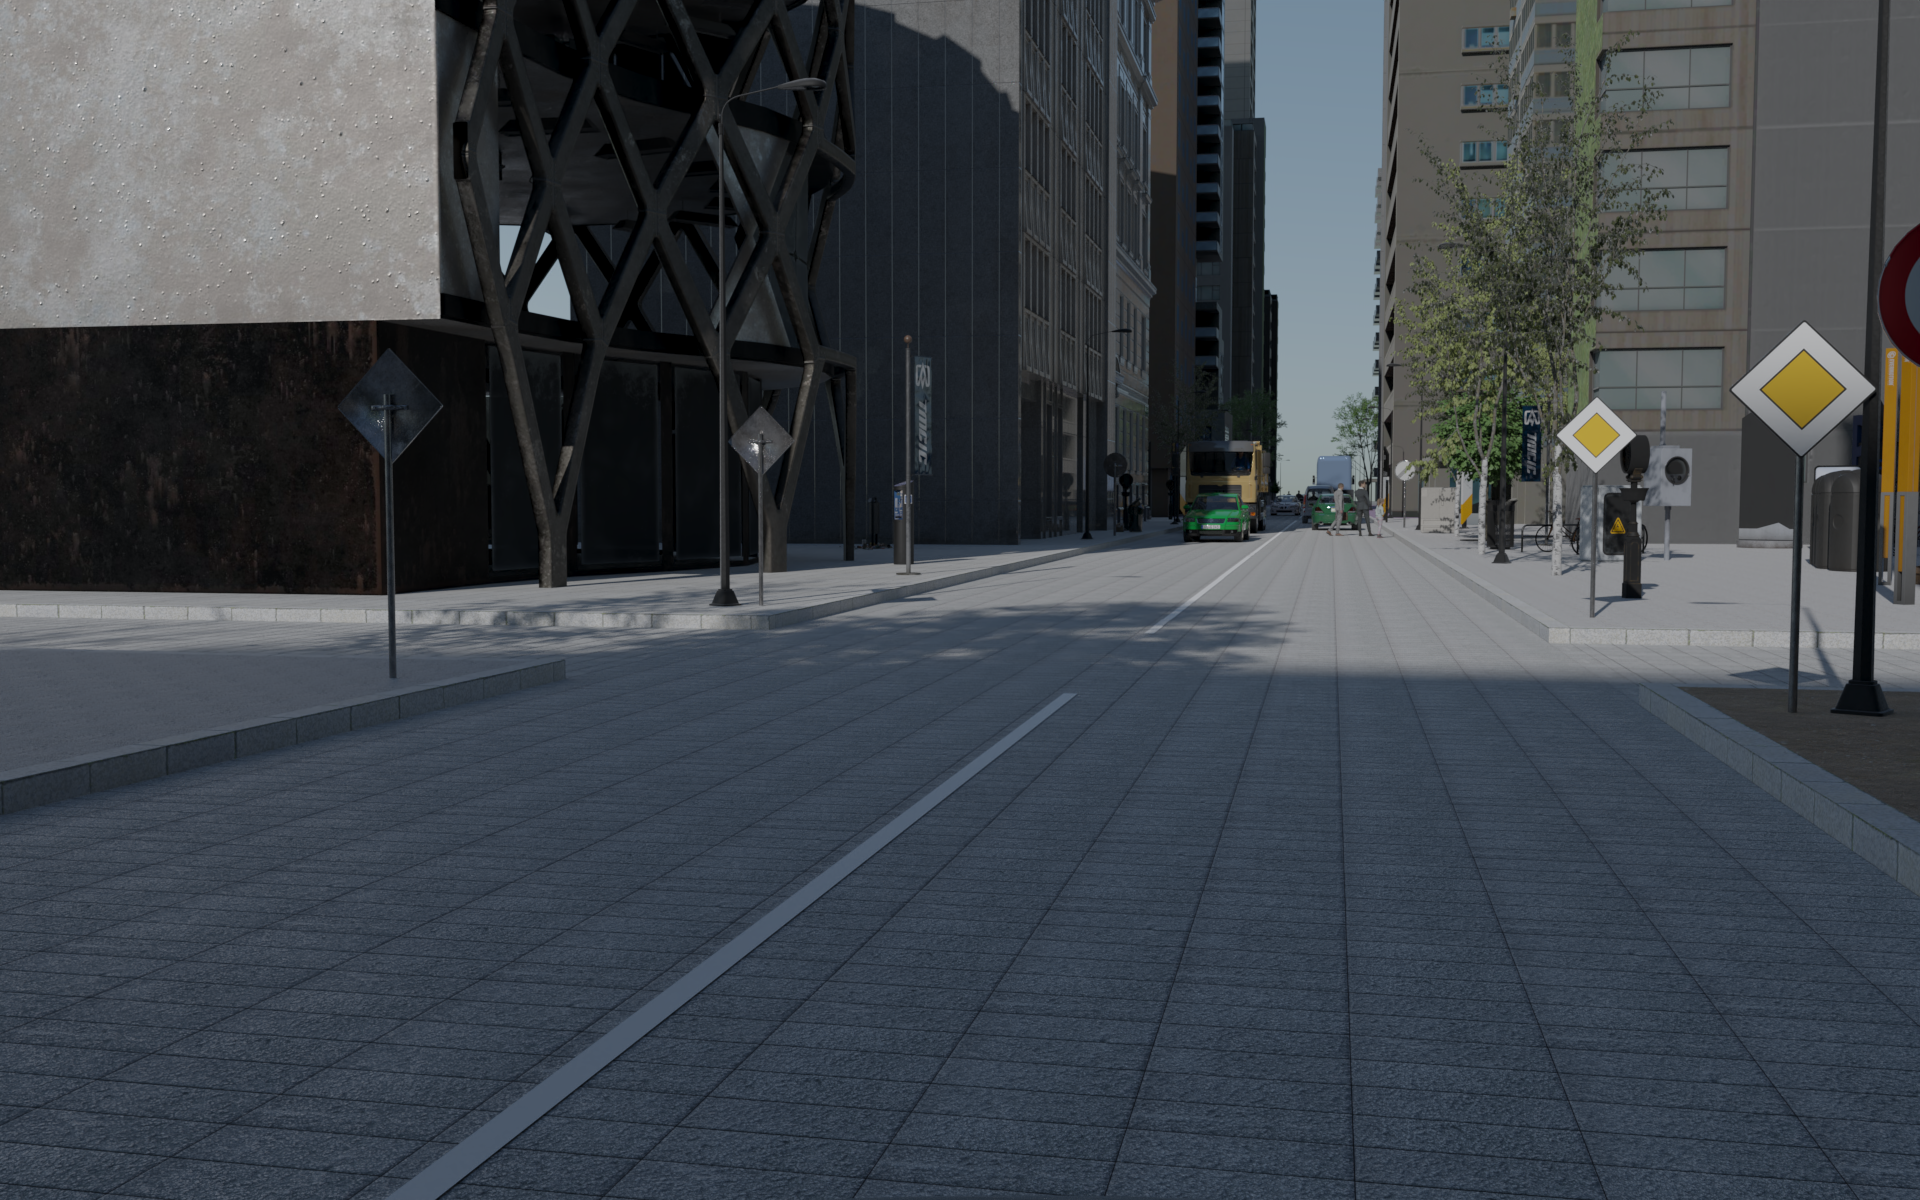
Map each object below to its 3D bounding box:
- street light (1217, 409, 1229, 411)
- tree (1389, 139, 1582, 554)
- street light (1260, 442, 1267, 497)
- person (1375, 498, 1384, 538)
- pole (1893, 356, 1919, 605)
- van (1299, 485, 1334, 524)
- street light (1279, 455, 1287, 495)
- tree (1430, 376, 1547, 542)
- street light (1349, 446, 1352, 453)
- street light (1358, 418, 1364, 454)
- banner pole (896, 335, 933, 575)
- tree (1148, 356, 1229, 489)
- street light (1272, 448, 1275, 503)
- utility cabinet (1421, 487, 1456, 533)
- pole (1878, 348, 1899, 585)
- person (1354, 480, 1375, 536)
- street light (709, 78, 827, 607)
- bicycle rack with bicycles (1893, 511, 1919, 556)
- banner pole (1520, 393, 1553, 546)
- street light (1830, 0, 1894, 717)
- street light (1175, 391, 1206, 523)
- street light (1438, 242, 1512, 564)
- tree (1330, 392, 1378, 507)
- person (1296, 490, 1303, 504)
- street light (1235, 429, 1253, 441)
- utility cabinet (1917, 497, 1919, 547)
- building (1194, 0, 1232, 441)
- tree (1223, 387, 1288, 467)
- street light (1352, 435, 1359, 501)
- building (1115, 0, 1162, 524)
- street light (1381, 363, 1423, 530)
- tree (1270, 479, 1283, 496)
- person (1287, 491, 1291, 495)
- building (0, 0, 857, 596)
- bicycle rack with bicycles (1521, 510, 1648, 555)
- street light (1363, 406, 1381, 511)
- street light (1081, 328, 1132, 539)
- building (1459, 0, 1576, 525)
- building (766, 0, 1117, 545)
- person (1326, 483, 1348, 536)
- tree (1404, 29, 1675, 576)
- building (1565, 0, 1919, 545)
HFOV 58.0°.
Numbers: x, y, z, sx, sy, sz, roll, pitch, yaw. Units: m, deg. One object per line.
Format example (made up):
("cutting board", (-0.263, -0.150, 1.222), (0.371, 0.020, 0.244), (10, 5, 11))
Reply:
("street light", (13.964, -7.479, 94.820), (1.470, 5.913, 1.316), (1, 4, 12))
("tree", (11.166, -5.294, 36.916), (4.737, 8.622, 4.395), (0, 3, 0))
("street light", (26.462, -11.058, 153.342), (1.470, 5.913, 1.316), (1, 4, 12))
("person", (13.691, -2.669, 56.409), (0.394, 1.301, 0.425), (-2, 4, -33))
("pole", (10.966, -1.601, 20.018), (0.158, 3.312, 0.155), (0, 3, 0))
("van", (17.746, -4.797, 85.439), (2.013, 2.044, 4.112), (1, 4, 12))
("street light", (37.612, -14.233, 205.244), (1.470, 5.913, 1.316), (1, 4, 12))
("tree", (14.521, -3.896, 47.415), (4.285, 4.588, 4.351), (0, 3, 0))
("street light", (38.083, -11.809, 165.611), (1.470, 5.913, 1.316), (1, 4, 12))
("street light", (25.192, -8.134, 105.536), (1.470, 5.913, 1.316), (1, 4, 12))
("banner pole", (-0.684, -2.300, 27.615), (0.401, 3.779, 0.863), (3, 4, 36))
("tree", (12.087, -8.652, 91.823), (4.360, 8.622, 3.978), (0, 3, 0))
("street light", (31.325, -12.431, 175.783), (1.470, 5.913, 1.316), (1, 4, 12))
("utility cabinet", (15.707, -2.936, 56.678), (1.173, 1.500, 0.318), (1, 4, 23))
("pole", (13.041, -1.864, 24.316), (0.158, 3.312, 0.155), (0, 3, 0))
("person", (13.747, -3.124, 58.948), (0.648, 1.900, 0.474), (3, 5, 43))
("street light", (-2.172, -2.879, 19.620), (1.470, 5.913, 1.316), (1, 4, 12))
("bicycle rack with bicycles", (20.177, -1.442, 36.954), (2.925, 0.926, 2.852), (-1, 4, -11))
("banner pole", (14.387, -3.247, 43.104), (0.863, 3.779, 0.401), (1, 4, 14))
("street light", (4.758, -2.297, 10.090), (1.470, 5.913, 1.316), (1, 4, 12))
("street light", (10.350, -6.446, 77.931), (1.470, 5.913, 1.316), (1, 4, 12))
("street light", (9.500, -3.637, 32.008), (1.470, 5.913, 1.316), (1, 4, 12))
("tree", (41.273, -15.224, 174.670), (9.928, 11.665, 9.643), (0, 3, 0))
("person", (29.714, -8.734, 151.855), (0.990, 1.755, 0.434), (3, 5, 43))
("street light", (20.238, -9.266, 124.038), (1.470, 5.913, 1.316), (1, 4, 12))
("utility cabinet", (23.636, -1.887, 42.012), (1.020, 1.237, 0.306), (0, 4, -3))
("building", (12.487, -51.037, 147.120), (22.319, 86.520, 31.000), (1, 4, 12))
("tree", (27.933, -14.822, 168.092), (9.928, 11.665, 9.643), (0, 3, 0))
("street light", (31.523, -9.937, 135.008), (1.470, 5.913, 1.316), (1, 4, 12))
("building", (0.906, -17.581, 73.346), (13.634, 28.700, 20.117), (1, 4, 12))
("street light", (15.828, -5.444, 61.553), (1.470, 5.913, 1.316), (1, 4, 12))
("tree", (40.537, -13.914, 222.087), (1.663, 3.219, 1.824), (0, 3, 0))
("person", (33.938, -10.396, 179.001), (1.217, 1.766, 0.721), (2, 4, 35))
("building", (-10.596, -9.973, 30.504), (16.820, 18.784, 16.811), (1, 4, 12))
("bicycle rack with bicycles", (13.724, -1.480, 37.588), (2.925, 0.926, 2.852), (-1, 4, -20))
("street light", (22.198, -7.269, 91.392), (1.470, 5.913, 1.316), (1, 4, 12))
("street light", (4.132, -4.665, 48.812), (1.470, 5.913, 1.316), (1, 4, 12))
("building", (37.327, -23.465, 75.529), (32.217, 40.220, 23.993), (1, 4, 12))
("building", (-2.334, -14.416, 53.718), (12.078, 24.808, 19.932), (1, 4, 12))
("person", (12.992, -3.101, 59.317), (0.853, 1.813, 0.709), (-1, 4, -15))
("tree", (9.163, -4.688, 27.004), (4.360, 8.622, 3.978), (0, 3, 0))
("building", (24.644, -22.338, 48.820), (14.154, 41.232, 14.086), (1, 4, 12))
